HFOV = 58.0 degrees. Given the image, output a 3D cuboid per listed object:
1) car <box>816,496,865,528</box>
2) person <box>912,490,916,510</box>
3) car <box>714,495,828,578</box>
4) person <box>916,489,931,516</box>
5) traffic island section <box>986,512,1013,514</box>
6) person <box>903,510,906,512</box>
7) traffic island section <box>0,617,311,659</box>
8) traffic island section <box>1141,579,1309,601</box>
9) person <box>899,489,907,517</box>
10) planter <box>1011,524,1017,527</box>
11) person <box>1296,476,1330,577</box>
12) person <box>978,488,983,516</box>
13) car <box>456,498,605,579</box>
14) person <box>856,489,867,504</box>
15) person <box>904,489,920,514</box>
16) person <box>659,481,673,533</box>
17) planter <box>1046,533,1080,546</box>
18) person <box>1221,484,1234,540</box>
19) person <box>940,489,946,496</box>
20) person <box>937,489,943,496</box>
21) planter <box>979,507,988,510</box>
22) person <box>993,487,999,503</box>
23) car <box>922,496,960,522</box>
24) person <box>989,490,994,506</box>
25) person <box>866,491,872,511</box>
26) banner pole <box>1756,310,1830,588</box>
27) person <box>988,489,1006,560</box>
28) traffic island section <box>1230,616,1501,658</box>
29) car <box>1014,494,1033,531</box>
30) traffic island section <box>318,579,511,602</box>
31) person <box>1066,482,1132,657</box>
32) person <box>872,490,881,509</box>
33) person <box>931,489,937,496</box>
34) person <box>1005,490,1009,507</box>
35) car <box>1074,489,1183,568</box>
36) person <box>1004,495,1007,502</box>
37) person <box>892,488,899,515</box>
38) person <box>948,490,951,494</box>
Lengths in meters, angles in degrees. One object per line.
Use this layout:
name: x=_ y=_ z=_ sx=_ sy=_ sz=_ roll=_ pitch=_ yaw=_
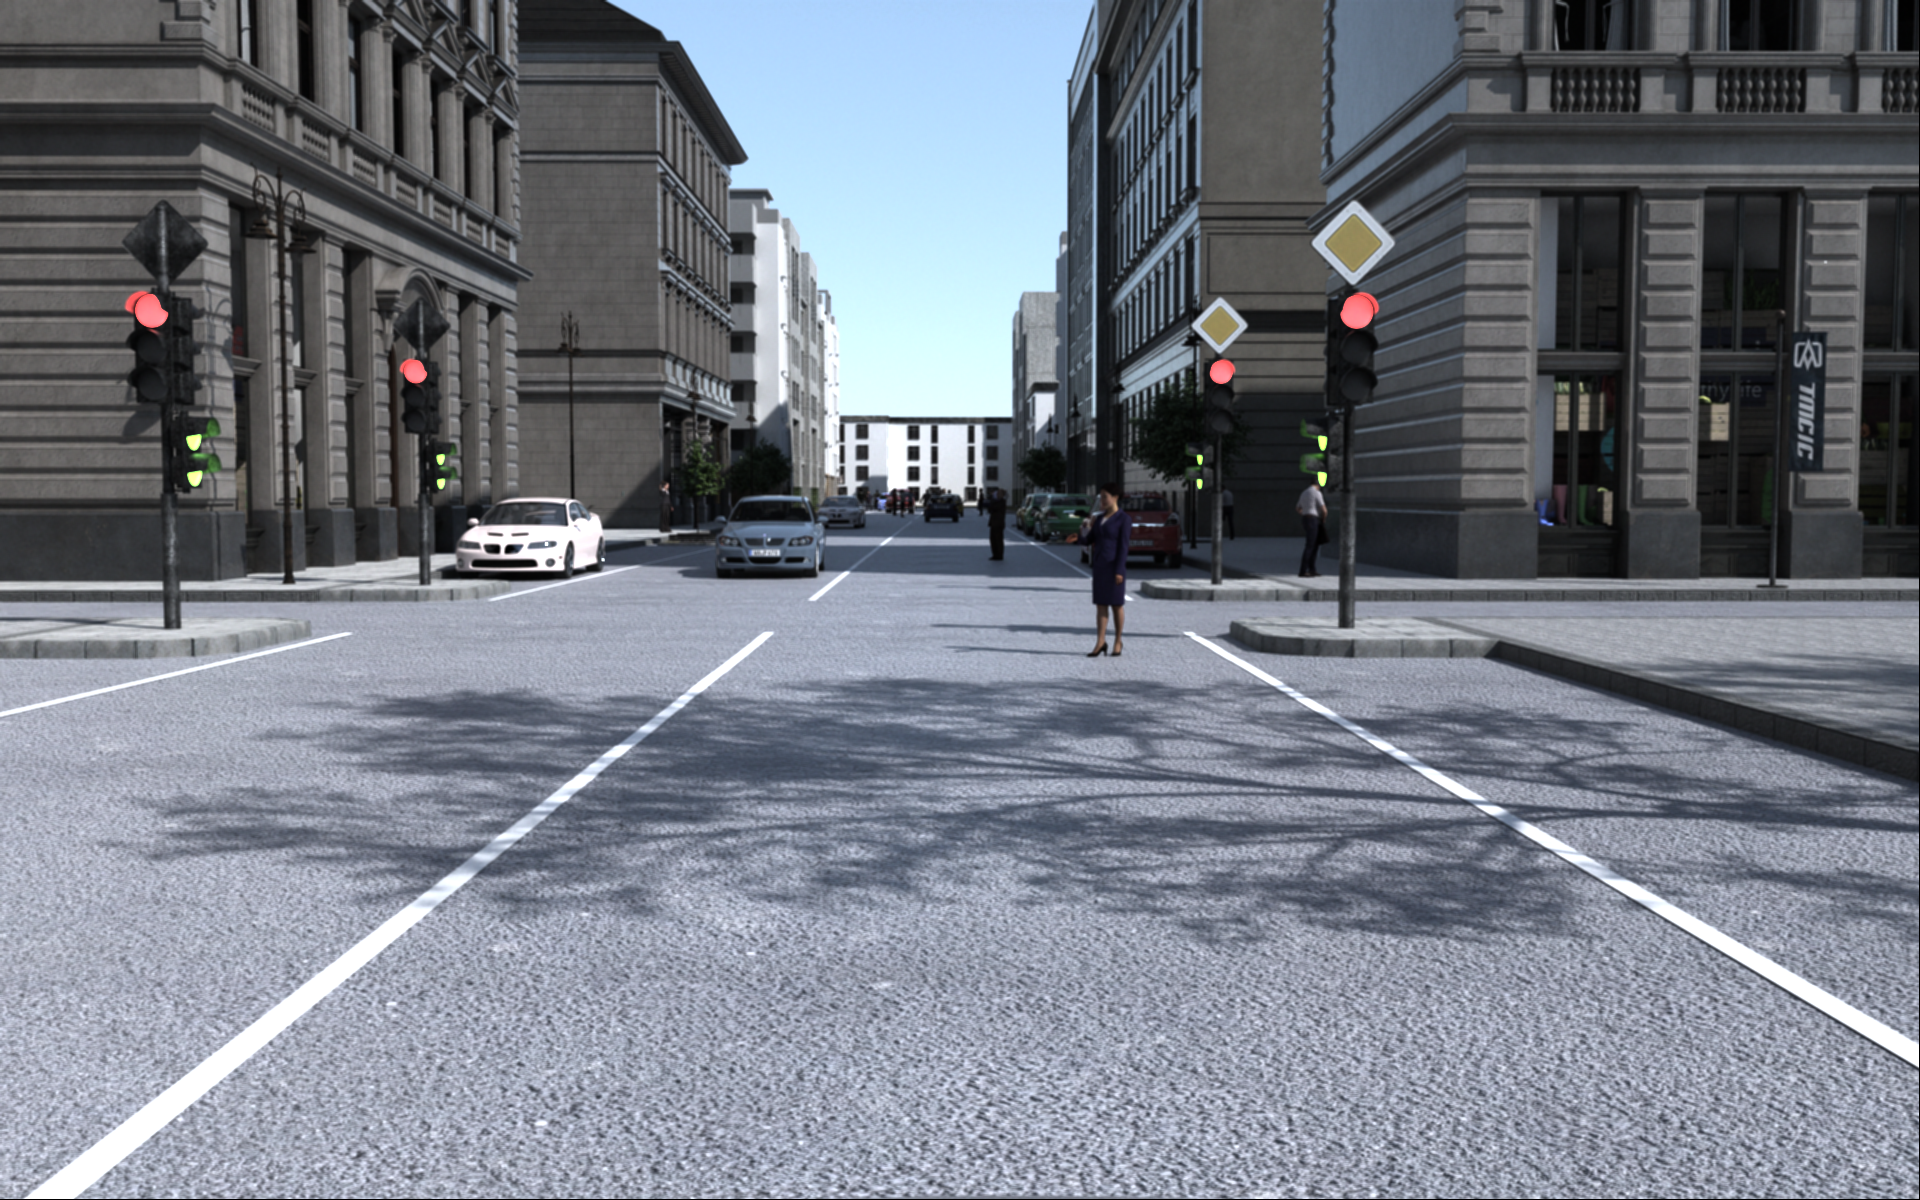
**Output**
car: x=-5.061 y=-3.757 z=73.793 sx=2.083 sy=1.381 sz=4.827 roll=0 pitch=4 yaw=1
person: x=-4.175 y=-8.768 z=152.412 sx=0.990 sy=1.755 sz=0.434 roll=-3 pitch=5 yaw=-42
car: x=-3.359 y=-1.174 z=31.205 sx=2.014 sy=1.417 sz=4.499 roll=0 pitch=4 yaw=-2
person: x=-2.242 y=-6.515 z=115.566 sx=0.990 sy=1.755 sz=0.434 roll=-1 pitch=4 yaw=-22
traffic island section: x=2.871 y=-6.332 z=126.388 sx=1.991 sy=0.108 sz=1.994 roll=0 pitch=4 yaw=0
person: x=-4.507 y=-8.056 z=140.306 sx=0.705 sy=1.812 sz=1.348 roll=1 pitch=4 yaw=15
traffic island section: x=-7.519 y=0.353 z=16.504 sx=2.009 sy=0.180 sz=2.903 roll=0 pitch=4 yaw=0
traffic island section: x=3.661 y=-0.140 z=24.570 sx=2.009 sy=0.180 sz=2.903 roll=0 pitch=4 yaw=0
person: x=-3.519 y=-6.047 z=108.151 sx=0.721 sy=1.735 sz=1.217 roll=-1 pitch=4 yaw=-14
planter: x=3.269 y=-3.373 z=76.281 sx=1.991 sy=0.319 sz=1.994 roll=0 pitch=4 yaw=0
person: x=5.440 y=-1.137 z=26.845 sx=0.590 sy=1.554 sz=0.614 roll=-2 pitch=4 yaw=-26
person: x=1.355 y=-6.504 z=114.798 sx=0.705 sy=1.831 sz=1.348 roll=0 pitch=4 yaw=6
car: x=-7.518 y=-1.118 z=30.640 sx=2.083 sy=1.381 sz=4.827 roll=0 pitch=4 yaw=-1
person: x=-8.046 y=-8.087 z=140.353 sx=1.348 sy=1.869 sz=0.705 roll=-2 pitch=4 yaw=-34
person: x=-3.532 y=-7.101 z=124.589 sx=1.348 sy=1.826 sz=0.705 roll=-2 pitch=4 yaw=-27
person: x=-9.768 y=-3.097 z=57.485 sx=0.445 sy=1.727 sz=0.742 roll=0 pitch=4 yaw=-5
planter: x=3.464 y=-1.718 z=49.228 sx=1.991 sy=0.319 sz=1.994 roll=0 pitch=4 yaw=0
person: x=7.387 y=-2.463 z=48.517 sx=0.614 sy=1.554 sz=0.590 roll=-3 pitch=5 yaw=-40
person: x=-1.134 y=-7.175 z=125.769 sx=1.348 sy=1.831 sz=0.705 roll=-2 pitch=4 yaw=-34
person: x=-1.479 y=-8.044 z=140.150 sx=1.348 sy=1.807 sz=0.705 roll=3 pitch=4 yaw=38
planter: x=2.663 y=-8.113 z=153.787 sx=1.991 sy=0.319 sz=1.994 roll=0 pitch=4 yaw=0
person: x=2.391 y=-6.056 z=107.390 sx=0.709 sy=1.838 sz=0.599 roll=3 pitch=5 yaw=41
car: x=-0.969 y=-4.721 z=89.772 sx=1.945 sy=1.354 sz=3.894 roll=0 pitch=4 yaw=-2
person: x=2.469 y=-7.505 z=132.015 sx=0.445 sy=1.727 sz=0.742 roll=1 pitch=4 yaw=13
person: x=-7.664 y=-8.302 z=145.153 sx=0.541 sy=1.710 sz=0.530 roll=2 pitch=4 yaw=29
banner pole: x=11.357 y=-2.053 z=23.591 sx=0.863 sy=3.779 sz=0.401 roll=0 pitch=4 yaw=4
person: x=0.802 y=-1.635 z=37.502 sx=0.388 sy=1.546 sz=0.482 roll=-1 pitch=4 yaw=-16
traffic island section: x=3.722 y=0.348 z=16.585 sx=2.009 sy=0.180 sz=2.903 roll=0 pitch=4 yaw=0
car: x=3.182 y=-3.575 z=68.676 sx=2.015 sy=1.641 sz=3.980 roll=0 pitch=4 yaw=-2
traffic island section: x=-7.580 y=-0.135 z=24.489 sx=2.009 sy=0.180 sz=2.903 roll=0 pitch=4 yaw=0
person: x=1.248 y=-0.265 z=15.197 sx=0.453 sy=1.535 sz=0.546 roll=2 pitch=4 yaw=29
person: x=-7.528 y=-9.133 z=157.836 sx=1.348 sy=1.823 sz=0.705 roll=1 pitch=4 yaw=13
person: x=-2.009 y=-7.780 z=135.793 sx=0.705 sy=1.814 sz=1.350 roll=2 pitch=4 yaw=33
person: x=4.610 y=-10.277 z=175.016 sx=0.756 sy=1.711 sz=0.436 roll=-1 pitch=4 yaw=-17
car: x=3.399 y=-1.583 z=34.920 sx=2.155 sy=1.783 sz=4.494 roll=0 pitch=4 yaw=0
person: x=2.938 y=-6.375 z=115.921 sx=0.628 sy=1.438 sz=0.799 roll=-1 pitch=4 yaw=-16
person: x=-4.363 y=-6.626 z=116.770 sx=0.705 sy=1.831 sz=1.348 roll=-1 pitch=4 yaw=-16
person: x=-0.657 y=-6.690 z=118.704 sx=1.217 sy=1.723 sz=0.721 roll=3 pitch=4 yaw=39
